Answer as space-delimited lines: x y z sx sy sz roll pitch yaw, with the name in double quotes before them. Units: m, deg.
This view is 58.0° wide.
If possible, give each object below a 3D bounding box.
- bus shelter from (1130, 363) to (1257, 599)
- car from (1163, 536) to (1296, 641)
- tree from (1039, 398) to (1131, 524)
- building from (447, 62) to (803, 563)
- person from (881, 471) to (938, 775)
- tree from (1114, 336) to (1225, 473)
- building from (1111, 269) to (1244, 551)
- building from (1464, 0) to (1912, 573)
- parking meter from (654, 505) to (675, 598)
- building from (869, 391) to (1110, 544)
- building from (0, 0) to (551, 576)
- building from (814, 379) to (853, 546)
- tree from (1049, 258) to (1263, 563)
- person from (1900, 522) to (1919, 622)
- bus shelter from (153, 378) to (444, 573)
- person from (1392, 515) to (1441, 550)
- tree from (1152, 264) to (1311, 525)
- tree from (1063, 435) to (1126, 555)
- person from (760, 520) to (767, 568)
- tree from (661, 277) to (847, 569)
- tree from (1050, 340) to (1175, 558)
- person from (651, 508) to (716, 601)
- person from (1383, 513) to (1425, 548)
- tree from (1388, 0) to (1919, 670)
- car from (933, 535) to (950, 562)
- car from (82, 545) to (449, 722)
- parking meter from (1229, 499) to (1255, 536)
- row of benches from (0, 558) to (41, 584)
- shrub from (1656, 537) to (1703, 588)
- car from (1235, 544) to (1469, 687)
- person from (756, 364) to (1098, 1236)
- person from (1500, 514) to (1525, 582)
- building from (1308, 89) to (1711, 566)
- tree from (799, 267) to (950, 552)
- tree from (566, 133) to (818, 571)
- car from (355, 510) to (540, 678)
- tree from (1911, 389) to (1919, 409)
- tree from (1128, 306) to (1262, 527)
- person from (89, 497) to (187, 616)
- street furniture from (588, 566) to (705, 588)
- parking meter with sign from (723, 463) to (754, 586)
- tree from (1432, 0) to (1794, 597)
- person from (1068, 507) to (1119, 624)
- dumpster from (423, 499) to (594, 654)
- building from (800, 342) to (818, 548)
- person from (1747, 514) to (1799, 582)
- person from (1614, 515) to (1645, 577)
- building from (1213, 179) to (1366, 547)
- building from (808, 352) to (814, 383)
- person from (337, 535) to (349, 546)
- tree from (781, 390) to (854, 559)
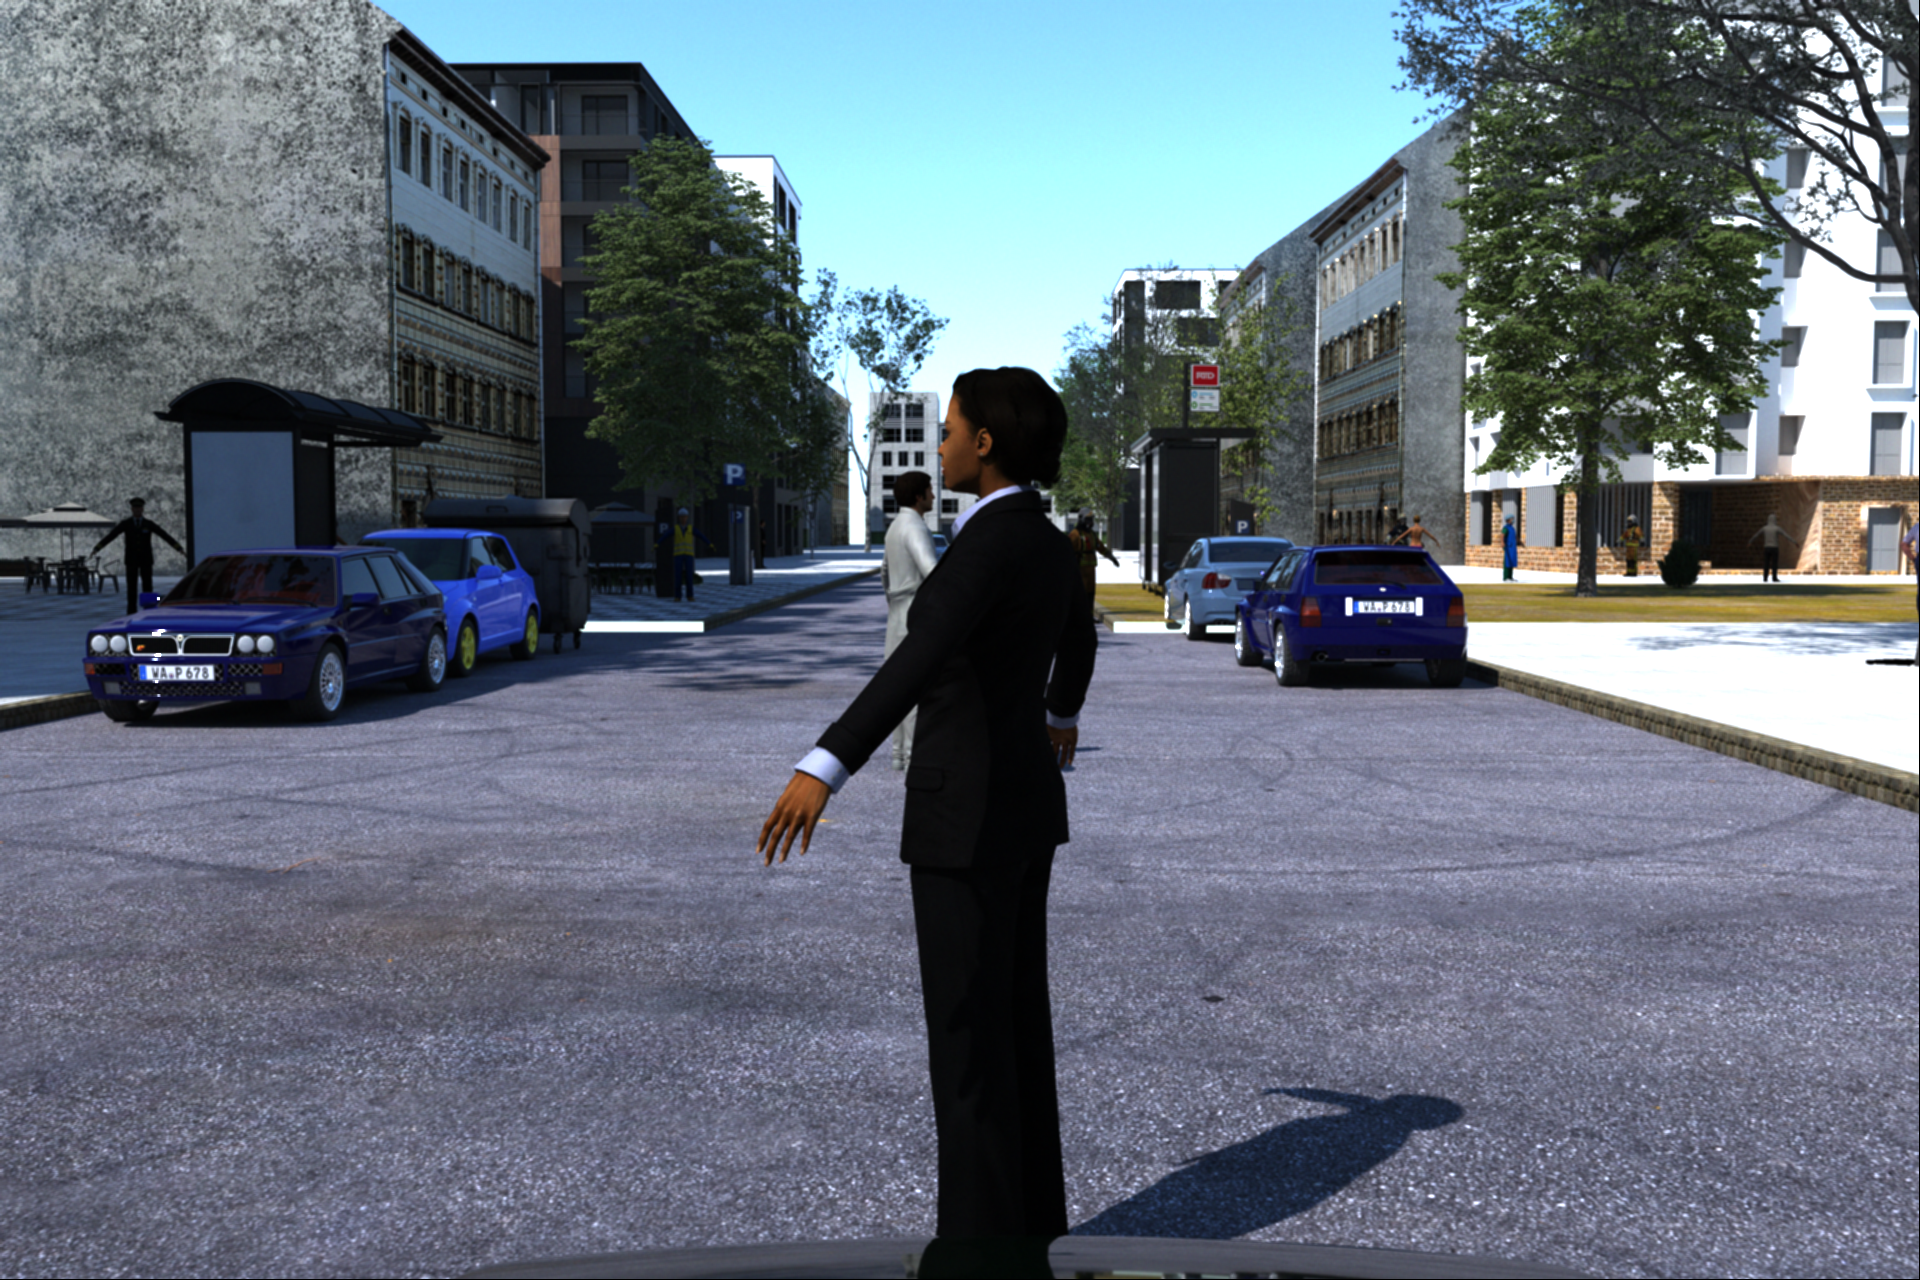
"bus shelter" 4.951 -3.713 38.339 2.179 5.291 8.768 0 4 2
"car" 3.944 -0.769 24.580 2.014 1.417 4.499 0 4 1
"tree" 8.709 -12.862 128.423 7.486 12.596 7.792 0 3 0
"building" -24.035 -15.163 91.887 27.936 21.610 32.646 0 4 1
"person" -0.248 -0.107 10.399 0.705 1.806 1.347 -1 4 -20
"tree" 7.434 -6.982 64.522 4.360 8.622 3.978 0 3 0
"building" 26.835 -18.711 149.903 27.936 21.610 32.646 0 4 1
"building" 24.932 -12.838 66.327 16.016 20.090 11.380 0 4 1
"parking meter" -5.952 -1.784 34.885 0.399 1.863 0.255 0 4 1
"building" 4.611 -21.558 221.388 31.486 18.905 16.747 0 4 0
"building" -26.195 -14.053 60.690 19.493 23.208 18.063 0 4 0
"building" -22.490 -22.104 192.329 19.493 23.208 18.063 0 4 2
"tree" 8.429 -10.205 77.217 12.009 13.543 11.850 0 3 0
"person" 12.816 -0.968 22.807 0.436 1.711 0.756 -1 4 -16
"bus shelter" -9.391 -1.917 25.273 2.014 3.302 5.546 0 4 1
"person" 10.953 -2.131 41.646 1.217 1.733 0.721 0 4 2
"tree" 7.545 -5.877 46.456 4.737 8.622 4.395 0 3 0
"tree" 8.694 -9.655 108.214 4.737 8.622 4.395 0 3 0
"person" -7.376 -3.577 64.669 0.705 1.806 1.347 0 4 -6
"tree" -7.668 -7.865 63.007 7.601 10.594 8.767 -3 5 -41
"tree" 8.049 -10.122 91.257 9.928 11.665 9.643 0 3 0
"person" -5.256 -1.621 32.965 1.216 1.772 0.721 -1 4 -11
"person" 12.329 -2.599 48.279 1.354 1.856 0.705 -1 4 -21
"tree" 9.504 -6.494 16.541 12.009 13.543 11.850 0 3 0
"car" -1.225 -3.520 69.554 2.014 1.417 4.499 0 4 1
"car" -5.633 -0.116 14.473 1.945 1.354 3.894 0 4 1
"parking meter" 4.652 -1.398 28.570 0.399 1.863 0.255 0 4 2
"row of benches" -25.655 -1.763 44.284 4.104 0.672 1.422 -1 4 -11
"shrub" 17.048 -1.829 41.026 1.383 1.207 1.383 0 3 0
"car" 3.868 -0.308 17.617 1.945 1.354 3.894 0 4 0
"person" -0.012 0.362 3.254 0.721 1.740 1.216 2 4 25
"person" 14.751 -2.463 46.399 0.704 1.817 1.347 3 5 41
"building" 27.117 -15.121 78.160 19.493 23.208 18.063 0 4 1
"tree" -7.384 -16.371 123.555 12.611 20.169 13.585 0 3 0
"tree" -7.689 -8.068 50.032 7.486 12.596 7.792 0 3 0
"car" -5.714 -0.540 18.419 1.945 1.707 3.694 0 4 1
"tree" 28.288 -6.686 43.731 7.601 10.594 8.767 -1 4 -19
"tree" 7.146 -6.489 56.457 4.360 8.622 3.978 0 3 0
"person" -12.536 -1.254 26.441 1.347 1.837 0.705 -2 4 -25
"street furniture" -11.027 -1.809 45.207 5.734 0.657 10.072 -2 4 -32
"parking meter with sign" -5.522 -2.891 43.521 0.543 3.016 1.738 0 4 1
"tree" 13.143 -7.160 35.197 7.486 12.596 7.792 0 3 0
"person" 2.008 -1.181 27.528 1.354 1.858 0.705 -3 5 -43
"dumpster" -5.502 -0.790 21.125 1.865 1.857 1.264 0 4 2
"building" -22.372 -17.314 149.546 16.747 18.905 31.486 0 4 1
"person" 21.774 -2.466 46.450 1.348 1.813 0.705 3 5 44
"person" 20.169 -2.830 52.044 0.705 1.858 1.354 -1 4 -16
"building" 26.030 -16.679 103.635 19.493 23.208 18.063 0 4 1
"building" -20.452 -19.131 169.205 16.016 20.090 11.380 0 4 1
"person" -10.628 -1.374 28.602 1.345 1.843 0.704 1 4 12
"tree" -7.567 -8.488 89.137 4.737 8.622 4.395 0 3 0
